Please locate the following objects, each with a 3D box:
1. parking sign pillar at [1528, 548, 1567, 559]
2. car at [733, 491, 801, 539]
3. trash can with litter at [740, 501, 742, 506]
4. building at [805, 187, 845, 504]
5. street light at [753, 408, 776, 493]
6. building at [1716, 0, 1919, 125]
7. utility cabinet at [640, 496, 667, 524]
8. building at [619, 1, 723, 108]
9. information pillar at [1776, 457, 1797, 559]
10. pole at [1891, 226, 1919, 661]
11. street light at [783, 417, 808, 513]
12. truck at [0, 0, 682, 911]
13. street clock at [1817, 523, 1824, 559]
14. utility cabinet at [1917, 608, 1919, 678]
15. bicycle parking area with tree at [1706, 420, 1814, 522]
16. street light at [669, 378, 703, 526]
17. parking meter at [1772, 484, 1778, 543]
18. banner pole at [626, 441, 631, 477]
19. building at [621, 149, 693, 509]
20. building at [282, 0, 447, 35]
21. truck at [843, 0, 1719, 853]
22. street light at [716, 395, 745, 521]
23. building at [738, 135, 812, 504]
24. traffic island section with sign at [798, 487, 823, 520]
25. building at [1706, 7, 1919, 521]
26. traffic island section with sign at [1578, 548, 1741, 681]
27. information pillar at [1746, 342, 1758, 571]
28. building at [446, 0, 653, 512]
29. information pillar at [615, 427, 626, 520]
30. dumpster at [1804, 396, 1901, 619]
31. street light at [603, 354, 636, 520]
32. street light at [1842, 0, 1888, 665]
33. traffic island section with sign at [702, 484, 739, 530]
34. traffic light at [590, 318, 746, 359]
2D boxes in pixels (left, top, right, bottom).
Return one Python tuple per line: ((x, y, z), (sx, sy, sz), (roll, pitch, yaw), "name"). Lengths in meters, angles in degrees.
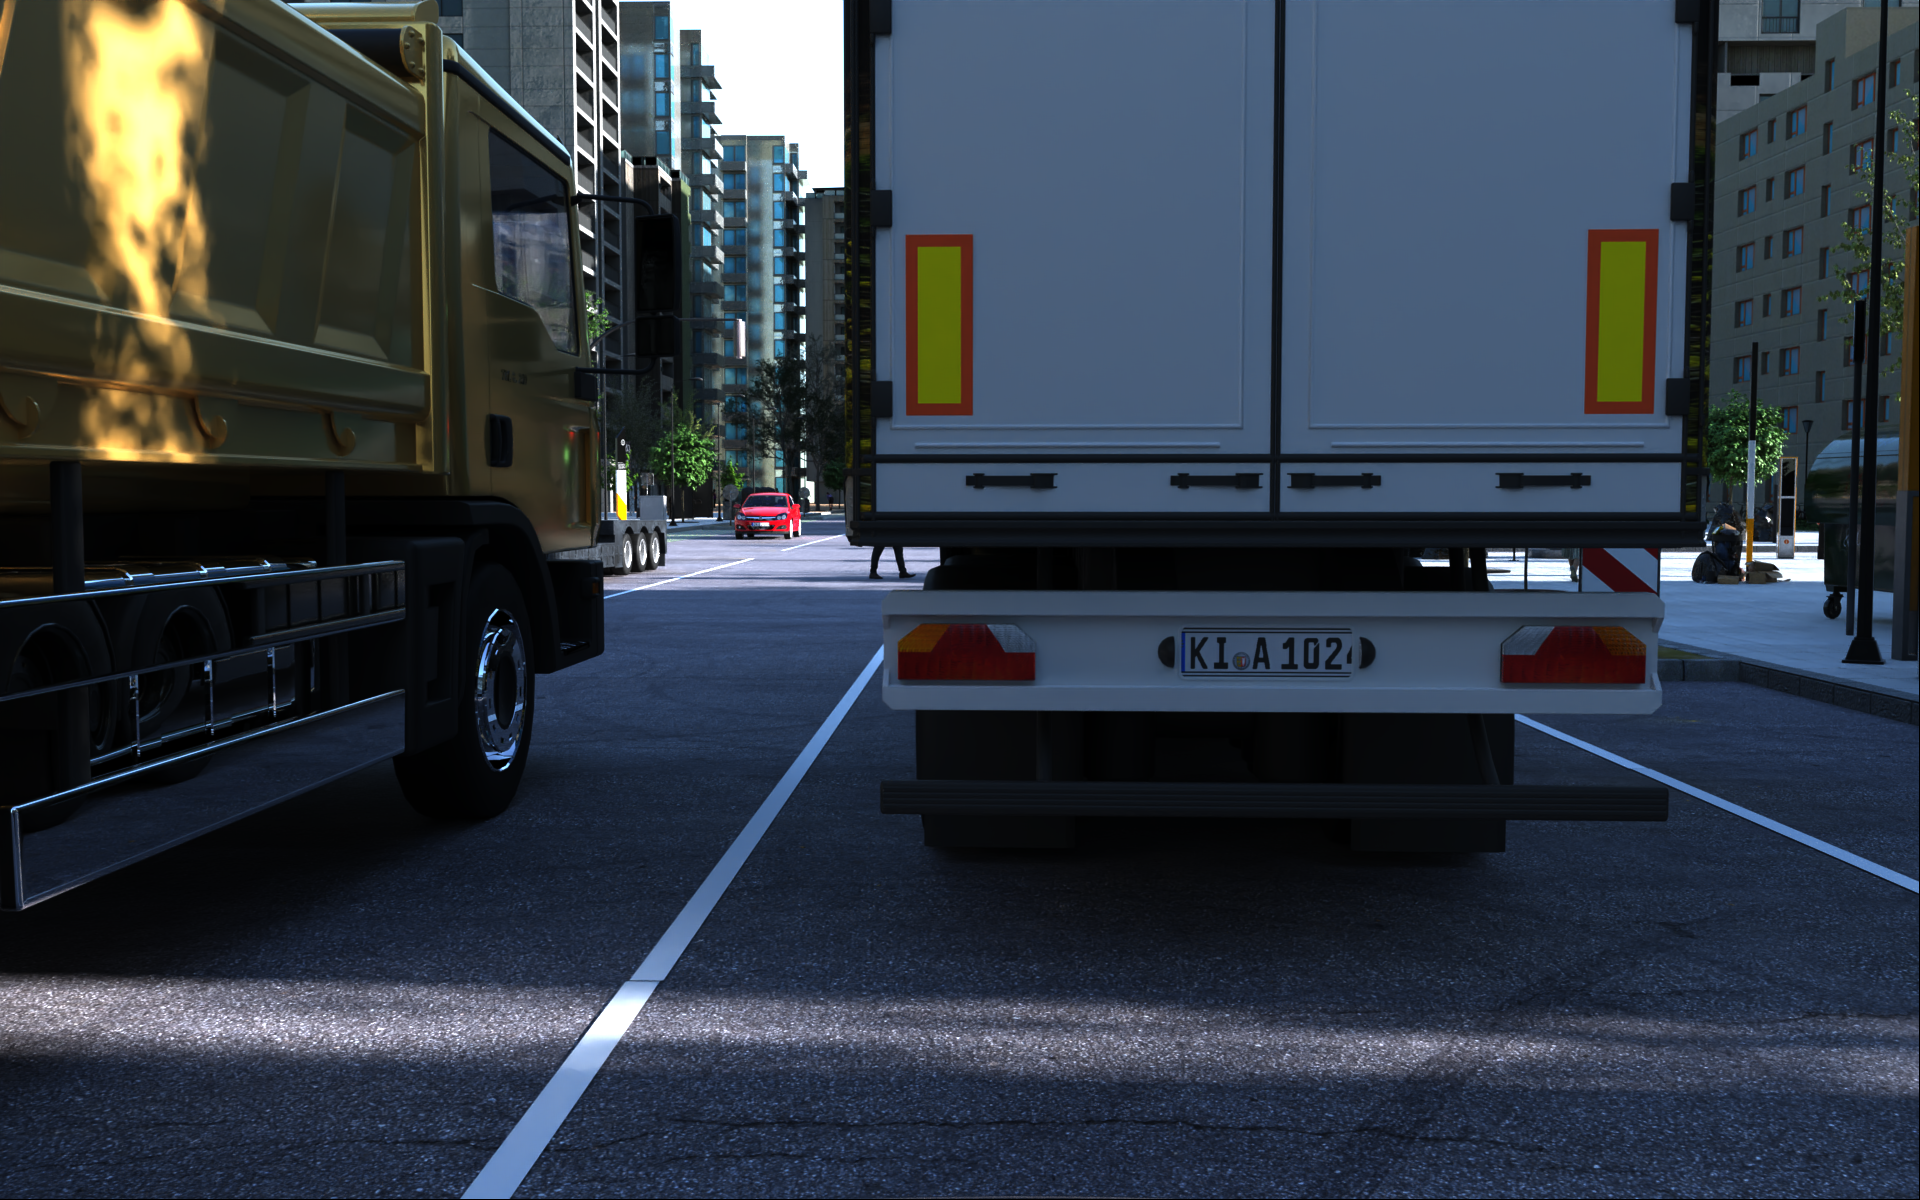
((12.168, -2.832, 34.783), (1.447, 3.967, 1.447), (2, 4, 32), "parking sign pillar")
((-6.227, -2.892, 56.318), (2.155, 1.783, 4.494), (0, 4, 0), "car")
((-12.477, -5.565, 102.372), (1.055, 1.170, 0.624), (1, 4, 18), "trash can with litter")
((-12.644, -33.037, 223.746), (14.086, 41.232, 14.154), (0, 4, 1), "building")
((-10.550, -7.375, 93.125), (1.470, 5.913, 1.316), (0, 4, 1), "street light")
((38.453, -31.248, 100.137), (28.713, 52.752, 27.495), (0, 4, 1), "building")
((-12.085, -3.491, 68.235), (1.020, 1.237, 0.306), (1, 4, 13), "utility cabinet")
((-39.124, -33.683, 170.330), (30.456, 49.044, 23.786), (0, 4, 1), "building")
((16.413, -1.829, 34.393), (0.304, 2.012, 0.304), (1, 4, 18), "information pillar")
((7.326, -1.190, 13.300), (0.158, 3.312, 0.155), (0, 3, 0), "pole")
((-10.146, -8.104, 105.034), (1.470, 5.913, 1.316), (0, 4, 1), "street light")
((-3.343, -0.591, 5.589), (3.469, 3.379, 9.791), (0, 4, 2), "truck")
((16.993, -1.799, 33.977), (0.471, 2.002, 0.358), (-2, 4, -25), "street clock")
((7.163, -0.184, 11.693), (1.173, 1.500, 0.318), (2, 4, 27), "utility cabinet")
((30.260, -4.908, 67.247), (8.231, 4.147, 9.016), (1, 4, 15), "bicycle parking area with tree")
((-10.966, -5.916, 69.260), (1.470, 5.913, 1.316), (0, 4, 1), "street light")
((21.549, -2.266, 45.457), (0.372, 1.533, 0.369), (0, 3, 0), "parking meter")
((-14.082, -5.054, 72.655), (0.863, 3.779, 0.401), (2, 4, 34), "banner pole")
((-31.115, -23.019, 148.063), (14.160, 30.474, 14.107), (0, 4, 1), "building")
((-64.728, -44.889, 172.185), (20.611, 71.187, 20.563), (0, 4, 1), "building")
((1.170, -1.314, 10.393), (2.839, 4.237, 11.283), (0, 4, 3), "truck")
((-10.738, -6.635, 81.018), (1.470, 5.913, 1.316), (0, 4, 1), "street light")
((-34.794, -37.298, 229.433), (30.456, 49.044, 23.786), (0, 4, 1), "building")
((-8.667, -5.381, 96.602), (1.989, 1.847, 2.006), (0, 4, 1), "traffic island section with sign")
((49.535, -13.761, 70.039), (28.899, 21.520, 27.650), (0, 4, 1), "building")
((5.019, -0.342, 14.222), (1.989, 1.847, 2.006), (0, 4, 1), "traffic island section with sign")
((12.304, -2.175, 26.923), (0.183, 3.616, 0.504), (1, 4, 22), "information pillar")
((-34.434, -42.282, 129.560), (20.563, 71.187, 20.611), (0, 4, 1), "building")
((-11.727, -4.194, 59.934), (0.183, 3.616, 0.504), (2, 4, 26), "information pillar")
((9.464, -0.886, 16.974), (1.502, 2.255, 1.985), (0, 4, 1), "dumpster")
((-11.228, -5.190, 57.394), (1.470, 5.913, 1.316), (0, 4, 1), "street light")
((6.342, -2.476, 13.030), (1.470, 5.913, 1.316), (0, 4, 1), "street light")
((-9.233, -3.732, 69.653), (1.989, 1.847, 2.006), (0, 4, 1), "traffic island section with sign")
((-7.948, -4.297, 44.917), (4.771, 5.953, 1.251), (0, 4, 1), "traffic light")
